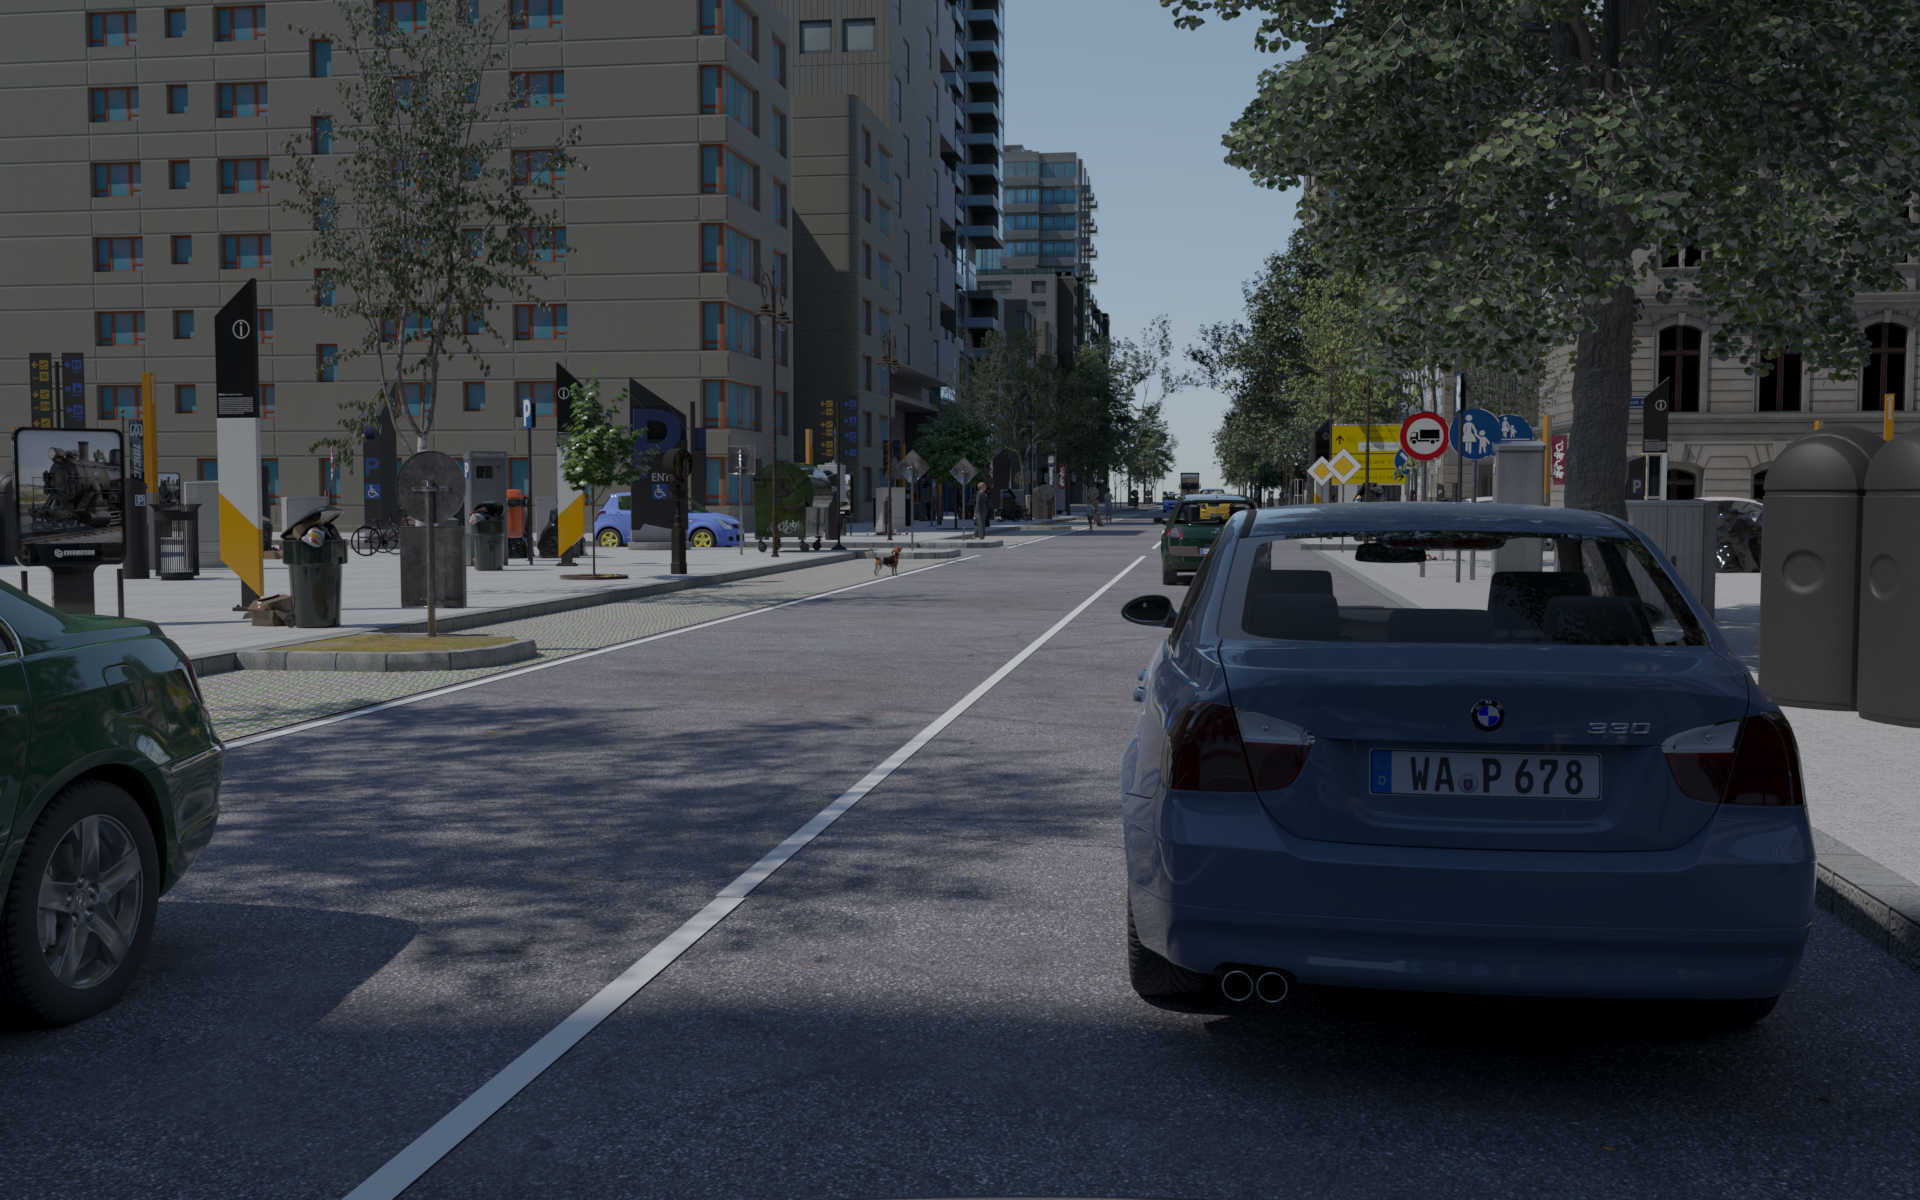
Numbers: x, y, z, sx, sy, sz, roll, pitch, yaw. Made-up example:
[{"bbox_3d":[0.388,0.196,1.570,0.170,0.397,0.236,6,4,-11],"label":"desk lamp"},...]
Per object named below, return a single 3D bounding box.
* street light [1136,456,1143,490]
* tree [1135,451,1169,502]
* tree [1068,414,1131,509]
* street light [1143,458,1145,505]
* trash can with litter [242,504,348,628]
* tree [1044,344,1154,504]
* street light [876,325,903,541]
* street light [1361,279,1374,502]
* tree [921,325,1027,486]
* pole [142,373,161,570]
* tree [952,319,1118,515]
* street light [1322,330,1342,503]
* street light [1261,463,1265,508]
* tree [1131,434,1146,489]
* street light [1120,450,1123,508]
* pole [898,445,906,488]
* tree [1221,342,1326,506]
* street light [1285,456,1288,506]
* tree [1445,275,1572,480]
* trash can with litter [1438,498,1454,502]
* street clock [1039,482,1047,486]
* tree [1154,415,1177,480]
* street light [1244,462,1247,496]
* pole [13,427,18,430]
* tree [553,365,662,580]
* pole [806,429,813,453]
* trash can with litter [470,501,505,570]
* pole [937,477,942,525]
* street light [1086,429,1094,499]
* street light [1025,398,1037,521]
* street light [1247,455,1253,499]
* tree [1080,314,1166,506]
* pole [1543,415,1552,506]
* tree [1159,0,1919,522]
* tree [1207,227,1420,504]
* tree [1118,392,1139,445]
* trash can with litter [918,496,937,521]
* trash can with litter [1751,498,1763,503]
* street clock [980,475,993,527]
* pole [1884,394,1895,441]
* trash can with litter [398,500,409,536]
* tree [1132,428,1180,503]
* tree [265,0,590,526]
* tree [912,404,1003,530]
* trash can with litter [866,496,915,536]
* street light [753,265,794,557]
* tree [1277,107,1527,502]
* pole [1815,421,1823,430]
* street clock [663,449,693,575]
[{"bbox_3d":[19.808,-13.485,193.261,0.468,5.910,1.993,1,4,8],"label":"street light"},{"bbox_3d":[30.655,-19.594,270.718,4.360,8.622,3.978,0,3,0],"label":"tree"},{"bbox_3d":[10.777,-11.591,139.882,4.737,8.622,4.395,0,3,0],"label":"tree"},{"bbox_3d":[21.847,-14.257,205.890,0.468,5.910,1.993,1,4,8],"label":"street light"},{"bbox_3d":[-6.456,-0.327,16.727,1.055,1.170,0.624,1,4,18],"label":"trash can with litter"},{"bbox_3d":[9.954,-13.055,131.575,7.486,12.596,7.792,0,3,0],"label":"tree"},{"bbox_3d":[-1.936,-4.580,47.669,0.468,5.910,1.993,1,4,8],"label":"street light"},{"bbox_3d":[8.795,-3.947,37.328,0.468,5.910,1.993,1,4,8],"label":"street light"},{"bbox_3d":[0.767,-7.631,75.135,4.360,8.622,3.978,0,3,0],"label":"tree"},{"bbox_3d":[-13.630,-2.162,29.189,0.158,3.312,0.155,0,3,0],"label":"pole"},{"bbox_3d":[3.492,-9.602,91.405,8.767,10.594,7.601,1,4,10],"label":"tree"},{"bbox_3d":[10.489,-4.659,48.968,0.468,5.910,1.993,1,4,8],"label":"street light"},{"bbox_3d":[21.918,-9.358,125.794,0.468,5.910,1.993,1,4,8],"label":"street light"},{"bbox_3d":[13.829,-12.325,151.880,4.737,8.622,4.395,0,3,0],"label":"tree"},{"bbox_3d":[14.742,-11.369,158.668,0.468,5.910,1.993,1,4,8],"label":"street light"},{"bbox_3d":[-2.344,-4.745,71.419,0.158,3.312,0.155,0,3,0],"label":"pole"},{"bbox_3d":[19.407,-10.420,104.784,8.767,10.594,7.601,3,4,37],"label":"tree"},{"bbox_3d":[15.817,-6.790,83.803,0.468,5.910,1.993,1,4,8],"label":"street light"},{"bbox_3d":[17.197,-6.393,54.881,4.360,8.622,3.978,0,3,0],"label":"tree"},{"bbox_3d":[13.545,-2.303,49.038,0.624,1.170,1.055,-1,4,-11],"label":"trash can with litter"},{"bbox_3d":[4.787,-5.827,99.837,0.471,2.002,0.358,-2,4,-26],"label":"street clock"},{"bbox_3d":[23.677,-18.501,220.622,7.486,12.596,7.792,0,3,0],"label":"tree"},{"bbox_3d":[32.335,-13.609,195.287,0.468,5.910,1.993,1,4,8],"label":"street light"},{"bbox_3d":[-28.684,-3.601,52.720,0.158,3.312,0.155,0,3,0],"label":"pole"},{"bbox_3d":[-5.557,-1.924,26.065,1.663,3.219,1.824,0,3,0],"label":"tree"},{"bbox_3d":[-4.743,-3.712,54.533,0.158,3.312,0.155,0,3,0],"label":"pole"},{"bbox_3d":[-8.035,-1.089,29.198,0.624,1.170,1.055,-2,4,-26],"label":"trash can with litter"},{"bbox_3d":[-0.849,-4.725,71.091,0.158,3.312,0.155,0,3,0],"label":"pole"},{"bbox_3d":[9.458,-9.206,123.307,0.468,5.910,1.993,1,4,8],"label":"street light"},{"bbox_3d":[3.427,-6.761,83.333,0.468,5.910,1.993,1,4,8],"label":"street light"},{"bbox_3d":[27.078,-11.473,160.373,0.468,5.910,1.993,1,4,8],"label":"street light"},{"bbox_3d":[19.083,-19.936,181.835,12.611,20.169,13.585,0,3,0],"label":"tree"},{"bbox_3d":[15.156,-3.115,44.767,0.158,3.312,0.155,0,3,0],"label":"pole"},{"bbox_3d":[5.375,-6.589,14.386,9.857,13.997,8.962,0,3,0],"label":"tree"},{"bbox_3d":[15.069,-9.565,73.401,9.611,12.733,9.660,0,3,0],"label":"tree"},{"bbox_3d":[6.615,-10.445,105.186,8.767,10.594,7.601,0,4,-2],"label":"tree"},{"bbox_3d":[-1.477,-4.304,81.761,0.624,1.170,1.055,3,5,40],"label":"trash can with litter"},{"bbox_3d":[20.775,-2.023,44.458,0.624,1.170,1.055,-2,4,-28],"label":"trash can with litter"},{"bbox_3d":[1.034,-3.836,67.284,0.471,2.002,0.358,-3,5,-40],"label":"street clock"},{"bbox_3d":[18.947,-2.541,35.394,0.158,3.312,0.155,0,3,0],"label":"pole"},{"bbox_3d":[-16.482,-2.376,50.234,0.624,1.170,1.055,3,5,42],"label":"trash can with litter"},{"bbox_3d":[29.346,-20.649,263.368,9.928,11.665,9.643,0,3,0],"label":"tree"},{"bbox_3d":[-6.874,-4.388,22.105,4.360,8.622,3.978,0,3,0],"label":"tree"},{"bbox_3d":[-0.076,-4.847,62.969,4.285,4.588,4.351,0,3,0],"label":"tree"},{"bbox_3d":[-2.091,-2.641,54.235,1.678,1.210,2.233,1,4,8],"label":"trash can with litter"},{"bbox_3d":[-3.760,-3.810,35.079,0.468,5.910,1.993,1,4,8],"label":"street light"},{"bbox_3d":[8.122,-4.944,31.190,4.737,8.622,4.395,0,3,0],"label":"tree"},{"bbox_3d":[23.870,-3.326,48.226,0.158,3.312,0.155,0,3,0],"label":"pole"},{"bbox_3d":[-4.499,-1.413,27.666,0.358,2.002,0.471,2,4,32],"label":"street clock"}]
